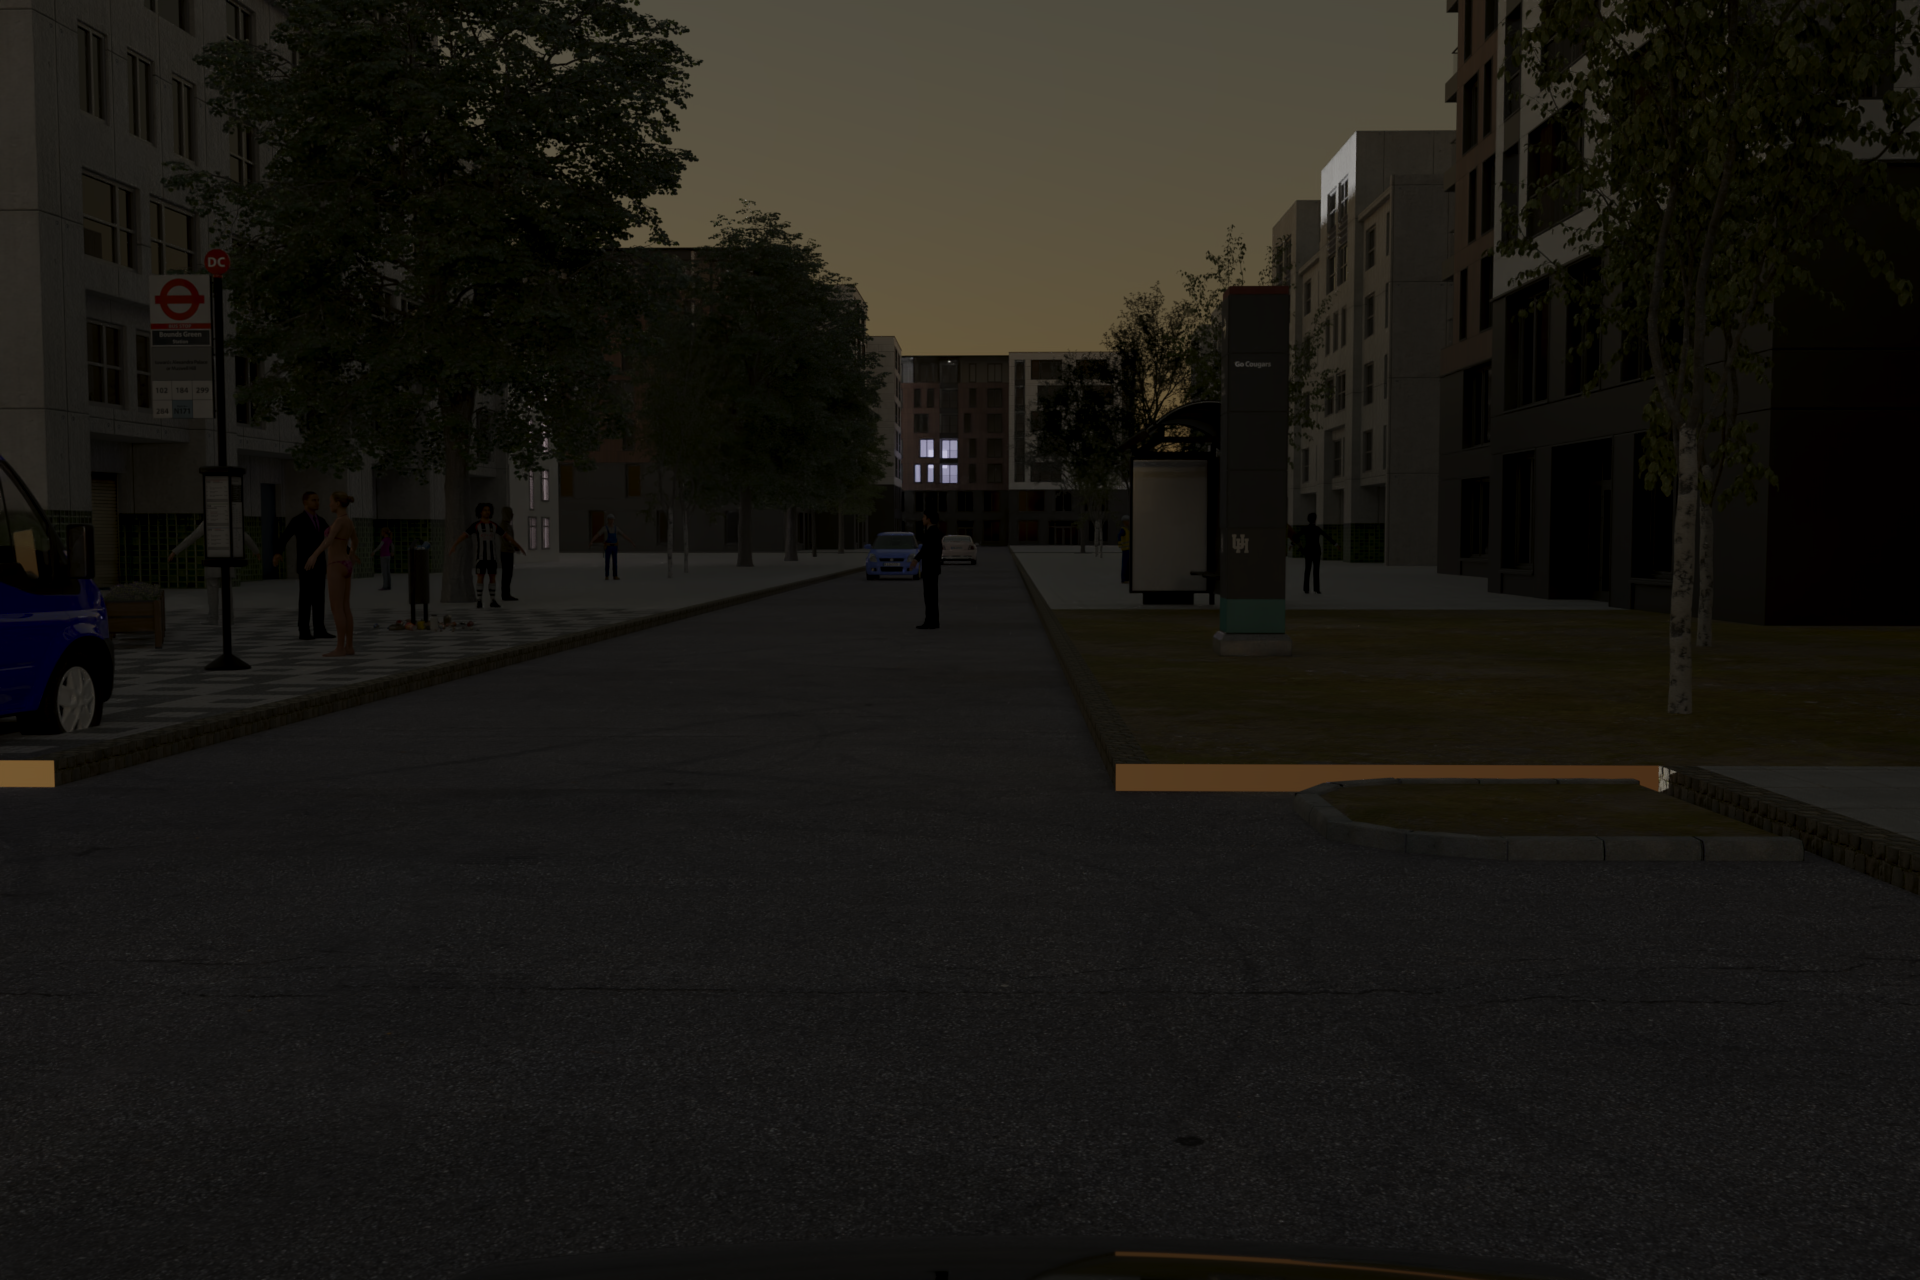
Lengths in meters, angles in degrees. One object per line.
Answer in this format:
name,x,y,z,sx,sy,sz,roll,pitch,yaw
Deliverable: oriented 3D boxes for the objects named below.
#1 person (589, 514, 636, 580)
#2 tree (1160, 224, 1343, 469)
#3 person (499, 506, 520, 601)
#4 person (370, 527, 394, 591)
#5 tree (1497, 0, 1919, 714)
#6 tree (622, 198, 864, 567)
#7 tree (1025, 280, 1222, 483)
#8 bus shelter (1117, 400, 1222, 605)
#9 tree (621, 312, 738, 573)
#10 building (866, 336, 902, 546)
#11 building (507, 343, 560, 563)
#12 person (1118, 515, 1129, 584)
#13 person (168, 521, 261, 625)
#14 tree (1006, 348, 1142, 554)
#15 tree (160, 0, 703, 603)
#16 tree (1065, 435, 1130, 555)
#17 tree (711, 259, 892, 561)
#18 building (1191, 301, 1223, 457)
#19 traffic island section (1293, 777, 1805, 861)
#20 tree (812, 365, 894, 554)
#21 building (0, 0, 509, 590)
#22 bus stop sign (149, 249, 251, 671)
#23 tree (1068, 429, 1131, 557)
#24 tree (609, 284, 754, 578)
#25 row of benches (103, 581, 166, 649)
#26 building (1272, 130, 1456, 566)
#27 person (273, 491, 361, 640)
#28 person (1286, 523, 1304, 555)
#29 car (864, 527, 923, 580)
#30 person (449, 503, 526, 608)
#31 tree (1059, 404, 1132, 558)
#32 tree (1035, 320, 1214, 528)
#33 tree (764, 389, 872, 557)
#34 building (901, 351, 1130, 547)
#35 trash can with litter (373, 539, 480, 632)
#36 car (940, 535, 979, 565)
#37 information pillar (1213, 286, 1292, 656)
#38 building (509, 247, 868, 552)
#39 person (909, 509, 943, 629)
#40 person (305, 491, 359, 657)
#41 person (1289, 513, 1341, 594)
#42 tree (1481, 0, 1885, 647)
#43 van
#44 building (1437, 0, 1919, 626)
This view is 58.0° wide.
person,-9.774,-2.611,48.548,1.347,1.847,0.705,-2,4,-29
tree,7.005,-5.618,42.218,4.737,8.622,4.395,0,3,0
person,-8.699,-1.667,33.391,0.705,1.813,1.348,-2,4,-24
person,-13.143,-1.847,39.457,0.599,1.433,0.991,1,4,9
tree,5.403,-3.781,12.188,4.737,8.622,4.395,0,3,0
tree,-8.443,-9.857,67.814,9.857,13.997,8.962,0,3,0
tree,6.631,-7.951,64.407,8.767,10.594,7.601,-1,4,-11
bus shelter,3.817,-2.138,28.876,2.014,3.302,5.546,0,4,1
tree,-8.999,-6.543,57.335,4.360,8.622,3.978,0,3,0
building,-20.726,-20.354,176.762,27.936,21.610,32.646,0,4,1
building,-23.686,-8.625,83.167,9.099,9.664,28.070,0,4,1
person,4.388,-2.350,44.879,0.721,1.772,1.216,2,4,32
person,-10.496,-1.120,24.499,0.705,1.806,1.347,3,5,39
tree,8.058,-12.470,114.261,12.009,13.543,11.850,0,3,0
tree,-9.537,-7.675,32.139,9.857,13.997,8.962,0,3,0
tree,8.283,-9.425,104.459,4.360,8.622,3.978,0,3,0
tree,-8.030,-10.697,81.551,9.857,13.997,8.962,0,3,0
building,28.449,-16.649,138.661,16.747,18.905,31.486,0,4,2
traffic island section,2.717,0.873,8.591,1.991,0.108,1.994,0,4,1
tree,-8.034,-11.917,112.970,7.486,12.596,7.792,0,3,0
building,-25.711,-11.172,49.125,16.747,18.905,31.486,0,4,1
bus stop sign,-7.167,-1.689,16.320,0.855,3.939,0.416,0,4,2
tree,7.556,-9.001,97.530,4.360,8.622,3.978,0,3,0
tree,-8.540,-6.084,49.842,4.360,8.622,3.978,0,3,0
row of benches,-10.030,-0.343,21.066,1.422,0.672,4.104,-2,4,-24
building,25.936,-13.335,84.490,16.747,18.905,31.486,0,4,2
person,-7.891,-0.912,21.141,0.704,1.802,1.346,2,4,26
person,5.782,-1.596,31.858,1.354,1.858,0.705,-1,4,-21
car,-2.034,-2.769,54.865,1.945,1.707,3.694,0,4,2
person,-8.236,-1.467,30.127,1.345,1.843,0.704,-2,4,-32
tree,7.606,-8.656,91.895,4.360,8.622,3.978,0,3,0
tree,7.269,-8.569,74.519,8.767,10.594,7.601,1,4,10
tree,-8.368,-9.871,95.804,7.601,10.594,8.767,-3,4,-36
building,3.803,-22.045,206.869,32.646,21.610,27.936,0,4,2
trash can with litter,-7.173,-0.775,23.724,1.678,1.210,2.233,0,4,2
car,-0.133,-4.260,82.011,2.083,1.381,4.827,0,4,0
information pillar,3.122,-1.777,18.428,0.750,3.857,0.750,0,4,2
building,-22.647,-18.108,140.047,27.936,21.610,32.646,0,4,2
person,-0.469,-1.077,26.256,0.705,1.806,1.347,1,4,15
person,-6.598,-0.699,18.226,0.721,1.733,1.217,0,4,1
person,7.620,-1.869,37.281,1.216,1.740,0.721,3,4,38
tree,8.286,-4.228,19.483,4.737,8.622,4.395,0,3,0
van,-6.721,-0.316,9.554,2.240,2.365,5.245,0,4,1
building,25.597,-11.948,39.332,27.936,21.610,32.646,0,4,2
